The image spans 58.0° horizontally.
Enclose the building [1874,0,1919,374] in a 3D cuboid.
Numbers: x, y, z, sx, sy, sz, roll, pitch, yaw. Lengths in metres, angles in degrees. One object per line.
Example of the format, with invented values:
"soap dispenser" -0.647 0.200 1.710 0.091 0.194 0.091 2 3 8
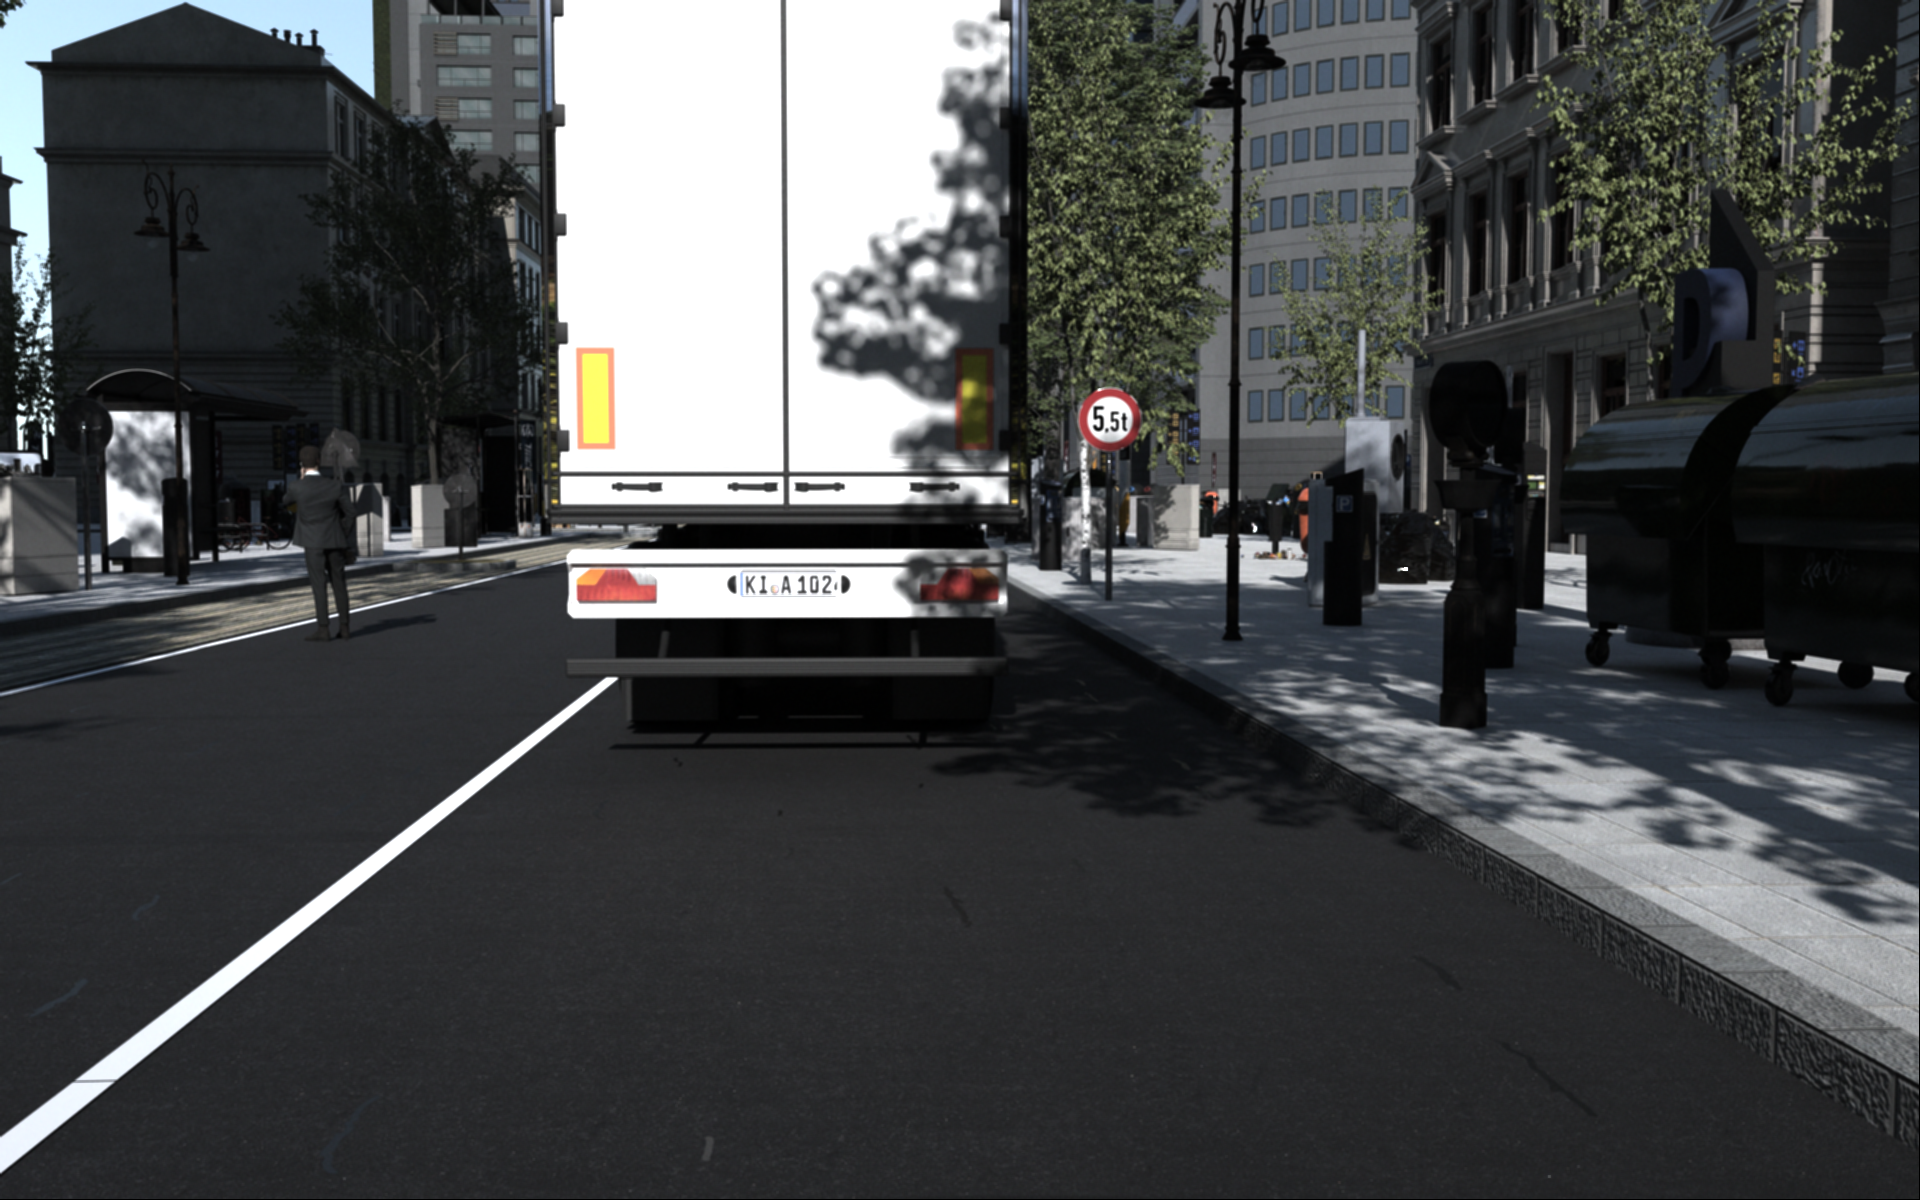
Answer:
"building" 18.936 -10.252 16.779 9.793 20.994 18.267 0 4 -4

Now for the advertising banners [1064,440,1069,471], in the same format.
"advertising banners" 3.605 -3.625 55.458 0.090 3.025 2.074 -1 4 -11

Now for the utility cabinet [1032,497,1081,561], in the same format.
"utility cabinet" 1.897 -1.365 33.477 1.020 1.237 0.306 0 4 3

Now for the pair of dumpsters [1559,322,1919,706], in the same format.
"pair of dumpsters" 5.434 -0.515 10.913 1.574 2.255 4.437 0 4 -4

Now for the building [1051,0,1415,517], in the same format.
"building" 16.986 -35.508 122.560 21.231 58.520 28.212 0 4 -4

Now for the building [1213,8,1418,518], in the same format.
"building" 25.274 -33.383 87.818 28.212 58.520 21.231 0 4 -4

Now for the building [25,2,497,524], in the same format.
"building" -33.430 -16.655 91.391 14.460 24.649 34.723 0 4 -4

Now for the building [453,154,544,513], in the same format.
"building" -36.343 -17.786 124.086 16.112 22.955 30.059 0 4 -4

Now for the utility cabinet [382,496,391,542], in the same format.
"utility cabinet" -15.847 -2.164 46.535 1.020 1.237 0.306 -1 4 -10

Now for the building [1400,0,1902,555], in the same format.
"building" 17.986 -12.305 37.348 11.583 22.565 21.152 0 4 -4

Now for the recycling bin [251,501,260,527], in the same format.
"recycling bin" -27.859 -3.370 67.653 0.722 1.027 0.722 1 4 19

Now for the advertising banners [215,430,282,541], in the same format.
"advertising banners" -19.775 -3.151 47.708 2.074 3.025 0.090 0 4 -4

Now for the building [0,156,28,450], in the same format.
"building" -57.975 -14.513 79.089 24.055 21.916 13.314 0 4 -4

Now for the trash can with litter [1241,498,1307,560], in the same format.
"trash can with litter" 6.494 -1.450 34.767 1.678 1.210 2.233 1 4 18

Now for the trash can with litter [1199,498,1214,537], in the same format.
"trash can with litter" 7.199 -2.441 51.297 0.624 1.170 1.055 0 4 5

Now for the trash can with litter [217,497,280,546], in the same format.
"trash can with litter" -18.134 -1.976 43.359 2.233 1.210 1.678 1 4 18

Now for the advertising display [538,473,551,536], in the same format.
"advertising display" -12.834 -2.962 53.635 0.123 1.923 0.974 0 4 5

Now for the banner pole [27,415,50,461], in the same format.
"banner pole" -28.528 -3.901 53.799 0.401 3.779 0.863 3 5 40

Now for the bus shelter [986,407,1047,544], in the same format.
"bus shelter" 1.464 -3.445 47.607 1.731 3.624 6.357 0 4 -4

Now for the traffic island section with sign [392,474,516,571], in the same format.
"traffic island section with sign" -9.535 -1.482 32.864 1.989 1.847 2.006 0 4 -4

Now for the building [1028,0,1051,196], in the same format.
"building" 14.555 -33.152 165.737 21.300 48.544 21.600 0 4 -4

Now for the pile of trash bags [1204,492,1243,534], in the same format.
"pile of trash bags" 9.699 -2.824 55.933 1.912 1.369 3.447 3 5 44

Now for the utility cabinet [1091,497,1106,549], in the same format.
"utility cabinet" 2.978 -1.796 40.526 1.020 1.237 0.306 -3 5 -43

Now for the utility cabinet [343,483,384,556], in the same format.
"utility cabinet" -12.365 -1.637 35.451 1.173 1.500 0.318 2 4 27

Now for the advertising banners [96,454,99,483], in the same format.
"advertising banners" -21.264 -2.923 43.974 0.090 3.025 2.074 1 4 13

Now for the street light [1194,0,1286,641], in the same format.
"street light" 2.394 -2.585 15.046 0.468 5.910 1.993 0 4 -4

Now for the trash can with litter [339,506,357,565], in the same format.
"trash can with litter" -11.253 -1.200 31.014 0.624 1.170 1.055 0 4 2

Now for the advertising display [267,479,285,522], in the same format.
"advertising display" -29.017 -4.194 73.786 0.974 1.923 0.123 0 4 0

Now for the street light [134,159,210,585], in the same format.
"street light" -11.024 -3.156 24.382 0.468 5.910 1.993 0 4 -4

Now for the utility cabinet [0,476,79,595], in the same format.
"utility cabinet" -11.894 -0.832 22.274 0.318 1.500 1.173 1 4 11

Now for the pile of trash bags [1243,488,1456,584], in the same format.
"pile of trash bags" 5.827 -0.935 25.047 1.912 1.369 3.447 3 4 39

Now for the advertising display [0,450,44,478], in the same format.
"advertising display" -13.827 -1.221 25.180 0.123 1.923 0.974 3 5 40

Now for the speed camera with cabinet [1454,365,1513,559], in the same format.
"speed camera with cabinet" 8.330 -2.024 27.435 0.660 3.252 2.038 0 4 5

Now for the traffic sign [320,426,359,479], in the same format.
"traffic sign" -12.009 -2.038 33.326 0.884 2.594 0.081 0 4 -1

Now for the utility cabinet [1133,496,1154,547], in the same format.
"utility cabinet" 4.586 -1.937 42.831 0.306 1.237 1.020 1 4 16

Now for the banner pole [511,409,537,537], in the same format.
"banner pole" -12.960 -3.758 51.457 0.863 3.779 0.401 -3 4 -38

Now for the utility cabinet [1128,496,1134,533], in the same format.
"utility cabinet" 5.994 -2.797 56.894 1.020 1.237 0.306 3 5 44

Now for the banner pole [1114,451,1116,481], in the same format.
"banner pole" 6.814 -5.407 78.417 0.863 3.779 0.401 -1 4 -20

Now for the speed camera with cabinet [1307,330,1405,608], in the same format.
"speed camera with cabinet" 4.663 -1.585 20.249 0.660 3.252 2.038 2 4 29

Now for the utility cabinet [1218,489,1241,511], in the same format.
"utility cabinet" 11.617 -4.035 74.655 1.173 1.500 0.318 -3 5 -42

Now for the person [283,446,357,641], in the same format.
"person" -6.280 -0.557 16.976 0.648 1.900 0.474 -3 5 -43

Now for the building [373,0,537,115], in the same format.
"building" -41.973 -38.162 165.956 21.231 58.520 28.212 0 4 -4

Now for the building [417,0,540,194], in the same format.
"building" -36.535 -28.262 145.679 14.154 41.232 14.086 0 4 -4

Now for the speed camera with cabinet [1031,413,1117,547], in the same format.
"speed camera with cabinet" 2.794 -2.939 42.388 2.038 3.252 0.660 1 4 23

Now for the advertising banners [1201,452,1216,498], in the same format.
"advertising banners" 10.595 -4.746 73.777 0.090 3.025 2.074 0 4 -7

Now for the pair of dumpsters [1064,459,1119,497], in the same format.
"pair of dumpsters" 3.447 -2.839 48.916 1.574 2.255 4.437 0 4 -3

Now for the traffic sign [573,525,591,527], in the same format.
"traffic sign" -14.892 -4.540 68.099 2.265 3.308 0.079 0 4 3

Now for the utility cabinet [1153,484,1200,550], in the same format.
"utility cabinet" 4.947 -1.896 39.673 0.318 1.500 1.173 -3 4 -39

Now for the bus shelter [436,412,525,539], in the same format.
"bus shelter" -14.420 -3.744 52.489 1.731 3.624 6.357 0 4 -3

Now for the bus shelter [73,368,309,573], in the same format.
"bus shelter" -13.356 -2.243 30.592 2.014 3.302 5.546 0 4 -4

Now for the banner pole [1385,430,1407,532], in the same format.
"banner pole" 14.847 -4.229 59.160 0.863 3.779 0.401 0 4 5

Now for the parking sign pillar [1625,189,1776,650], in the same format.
"parking sign pillar" 6.504 -1.611 14.807 1.447 3.967 1.447 0 4 7

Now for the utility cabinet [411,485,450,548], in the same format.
"utility cabinet" -12.605 -1.990 41.218 0.318 1.500 1.173 1 4 15

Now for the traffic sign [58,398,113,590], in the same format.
"traffic sign" -11.642 -1.404 23.063 0.768 2.556 0.104 0 4 5

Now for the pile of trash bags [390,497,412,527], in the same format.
"pile of trash bags" -21.134 -3.562 67.985 3.447 1.369 1.912 0 4 -5

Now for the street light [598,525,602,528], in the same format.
"street light" -13.676 -5.678 65.615 0.468 5.910 1.993 0 4 -4
